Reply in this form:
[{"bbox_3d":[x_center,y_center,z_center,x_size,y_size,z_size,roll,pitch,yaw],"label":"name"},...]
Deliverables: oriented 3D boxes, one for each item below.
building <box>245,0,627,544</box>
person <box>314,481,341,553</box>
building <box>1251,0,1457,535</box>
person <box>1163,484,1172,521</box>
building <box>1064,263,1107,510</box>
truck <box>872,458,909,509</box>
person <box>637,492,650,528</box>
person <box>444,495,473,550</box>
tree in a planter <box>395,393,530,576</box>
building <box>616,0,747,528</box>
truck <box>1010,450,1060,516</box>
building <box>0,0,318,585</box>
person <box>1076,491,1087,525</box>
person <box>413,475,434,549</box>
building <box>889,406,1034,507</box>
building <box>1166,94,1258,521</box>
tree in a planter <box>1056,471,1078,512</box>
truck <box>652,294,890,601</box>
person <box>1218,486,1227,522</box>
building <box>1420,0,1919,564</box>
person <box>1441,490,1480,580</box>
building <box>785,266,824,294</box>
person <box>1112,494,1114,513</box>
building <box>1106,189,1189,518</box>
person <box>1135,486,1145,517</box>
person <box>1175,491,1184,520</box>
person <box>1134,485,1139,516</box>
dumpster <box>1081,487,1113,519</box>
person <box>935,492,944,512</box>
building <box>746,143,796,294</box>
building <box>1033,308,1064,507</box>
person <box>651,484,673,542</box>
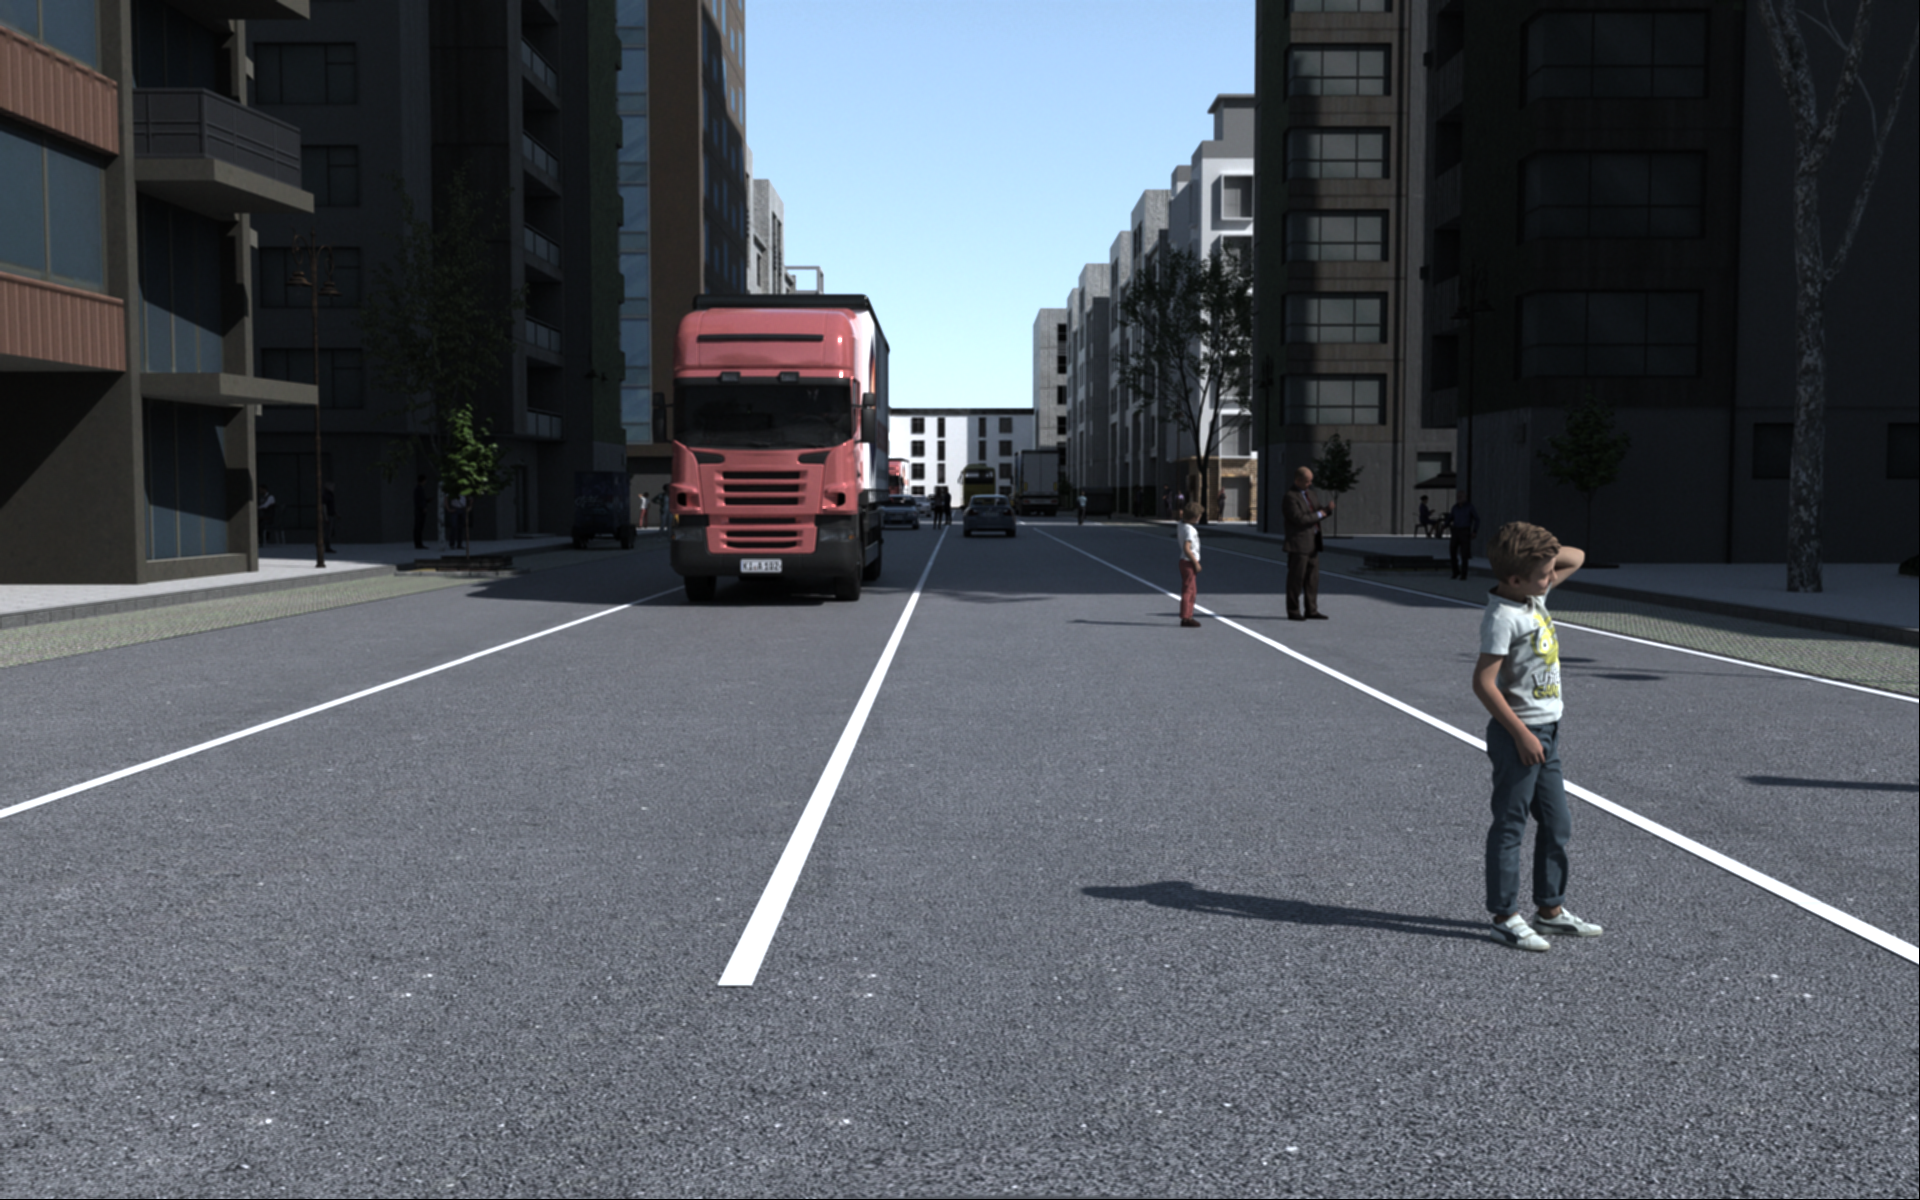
[{"bbox_3d":[-18.077,-22.375,49.425,14.154,41.232,14.086,0,3,0],"label":"building"},{"bbox_3d":[-13.744,-1.795,37.606,0.471,1.553,0.569,1,4,21],"label":"person"},{"bbox_3d":[17.161,-22.999,59.627,14.154,41.232,14.086,0,3,0],"label":"building"},{"bbox_3d":[9.999,-4.721,83.682,0.568,1.767,0.683,-3,4,-39],"label":"person"},{"bbox_3d":[18.003,-16.811,141.324,16.747,18.905,31.486,0,3,0],"label":"building"},{"bbox_3d":[-5.625,-9.086,137.475,2.839,4.237,11.283,0,4,2],"label":"truck"},{"bbox_3d":[-11.827,-3.345,64.647,0.340,1.345,0.435,3,5,40],"label":"person"},{"bbox_3d":[-11.630,-2.039,40.315,0.756,1.711,0.436,-3,4,-38],"label":"person"},{"bbox_3d":[-8.810,-2.059,30.889,1.991,3.239,1.994,0,3,0],"label":"tree in a planter"},{"bbox_3d":[-16.651,-25.767,71.400,14.600,45.320,14.200,0,3,0],"label":"building"},{"bbox_3d":[5.001,-7.741,115.472,2.839,4.237,11.283,0,4,-1],"label":"truck"},{"bbox_3d":[-21.271,-22.291,19.087,22.147,44.769,28.867,0,3,0],"label":"building"},{"bbox_3d":[5.609,-4.256,80.294,0.499,1.552,0.429,2,4,29],"label":"person"},{"bbox_3d":[-12.580,-2.070,40.586,0.504,1.737,0.576,-2,4,-33],"label":"person"},{"bbox_3d":[-6.780,-13.941,170.084,28.070,9.664,9.099,0,3,0],"label":"building"},{"bbox_3d":[18.779,-14.153,87.815,16.016,20.091,11.380,0,3,0],"label":"building"},{"bbox_3d":[8.142,-8.436,135.151,1.991,3.239,1.994,0,3,0],"label":"tree in a planter"},{"bbox_3d":[-2.515,-2.305,26.603,2.839,4.237,11.283,0,4,0],"label":"truck"},{"bbox_3d":[11.987,-4.387,79.236,0.415,1.643,0.593,1,4,11],"label":"person"},{"bbox_3d":[17.522,-16.281,37.899,14.160,30.474,14.107,0,3,0],"label":"building"},{"bbox_3d":[8.236,-1.074,28.756,0.600,1.496,0.574,-1,4,-22],"label":"person"},{"bbox_3d":[-16.877,-17.972,150.255,11.380,20.091,16.016,0,3,0],"label":"building"},{"bbox_3d":[10.015,-6.682,115.848,0.990,1.755,0.434,-3,5,-40],"label":"person"},{"bbox_3d":[19.101,-14.849,109.245,16.747,18.905,31.486,0,3,0],"label":"building"},{"bbox_3d":[10.040,-5.481,96.569,0.530,1.710,0.541,-1,4,-16],"label":"person"},{"bbox_3d":[10.475,-4.490,82.682,0.421,1.427,0.697,0,4,4],"label":"person"},{"bbox_3d":[10.146,-5.684,99.071,0.705,1.812,1.348,1,4,9],"label":"person"},{"bbox_3d":[7.778,-5.527,98.584,1.865,1.857,1.264,0,4,2],"label":"dumpster"},{"bbox_3d":[-1.608,-7.706,135.301,0.445,1.727,0.742,3,5,42],"label":"person"},{"bbox_3d":[-19.075,-14.134,97.549,16.747,18.905,31.486,0,3,0],"label":"building"},{"bbox_3d":[23.343,-18.756,173.112,31.486,18.905,16.747,0,3,0],"label":"building"},{"bbox_3d":[-8.743,-2.588,51.536,0.841,1.734,0.376,-2,4,-31],"label":"person"}]
